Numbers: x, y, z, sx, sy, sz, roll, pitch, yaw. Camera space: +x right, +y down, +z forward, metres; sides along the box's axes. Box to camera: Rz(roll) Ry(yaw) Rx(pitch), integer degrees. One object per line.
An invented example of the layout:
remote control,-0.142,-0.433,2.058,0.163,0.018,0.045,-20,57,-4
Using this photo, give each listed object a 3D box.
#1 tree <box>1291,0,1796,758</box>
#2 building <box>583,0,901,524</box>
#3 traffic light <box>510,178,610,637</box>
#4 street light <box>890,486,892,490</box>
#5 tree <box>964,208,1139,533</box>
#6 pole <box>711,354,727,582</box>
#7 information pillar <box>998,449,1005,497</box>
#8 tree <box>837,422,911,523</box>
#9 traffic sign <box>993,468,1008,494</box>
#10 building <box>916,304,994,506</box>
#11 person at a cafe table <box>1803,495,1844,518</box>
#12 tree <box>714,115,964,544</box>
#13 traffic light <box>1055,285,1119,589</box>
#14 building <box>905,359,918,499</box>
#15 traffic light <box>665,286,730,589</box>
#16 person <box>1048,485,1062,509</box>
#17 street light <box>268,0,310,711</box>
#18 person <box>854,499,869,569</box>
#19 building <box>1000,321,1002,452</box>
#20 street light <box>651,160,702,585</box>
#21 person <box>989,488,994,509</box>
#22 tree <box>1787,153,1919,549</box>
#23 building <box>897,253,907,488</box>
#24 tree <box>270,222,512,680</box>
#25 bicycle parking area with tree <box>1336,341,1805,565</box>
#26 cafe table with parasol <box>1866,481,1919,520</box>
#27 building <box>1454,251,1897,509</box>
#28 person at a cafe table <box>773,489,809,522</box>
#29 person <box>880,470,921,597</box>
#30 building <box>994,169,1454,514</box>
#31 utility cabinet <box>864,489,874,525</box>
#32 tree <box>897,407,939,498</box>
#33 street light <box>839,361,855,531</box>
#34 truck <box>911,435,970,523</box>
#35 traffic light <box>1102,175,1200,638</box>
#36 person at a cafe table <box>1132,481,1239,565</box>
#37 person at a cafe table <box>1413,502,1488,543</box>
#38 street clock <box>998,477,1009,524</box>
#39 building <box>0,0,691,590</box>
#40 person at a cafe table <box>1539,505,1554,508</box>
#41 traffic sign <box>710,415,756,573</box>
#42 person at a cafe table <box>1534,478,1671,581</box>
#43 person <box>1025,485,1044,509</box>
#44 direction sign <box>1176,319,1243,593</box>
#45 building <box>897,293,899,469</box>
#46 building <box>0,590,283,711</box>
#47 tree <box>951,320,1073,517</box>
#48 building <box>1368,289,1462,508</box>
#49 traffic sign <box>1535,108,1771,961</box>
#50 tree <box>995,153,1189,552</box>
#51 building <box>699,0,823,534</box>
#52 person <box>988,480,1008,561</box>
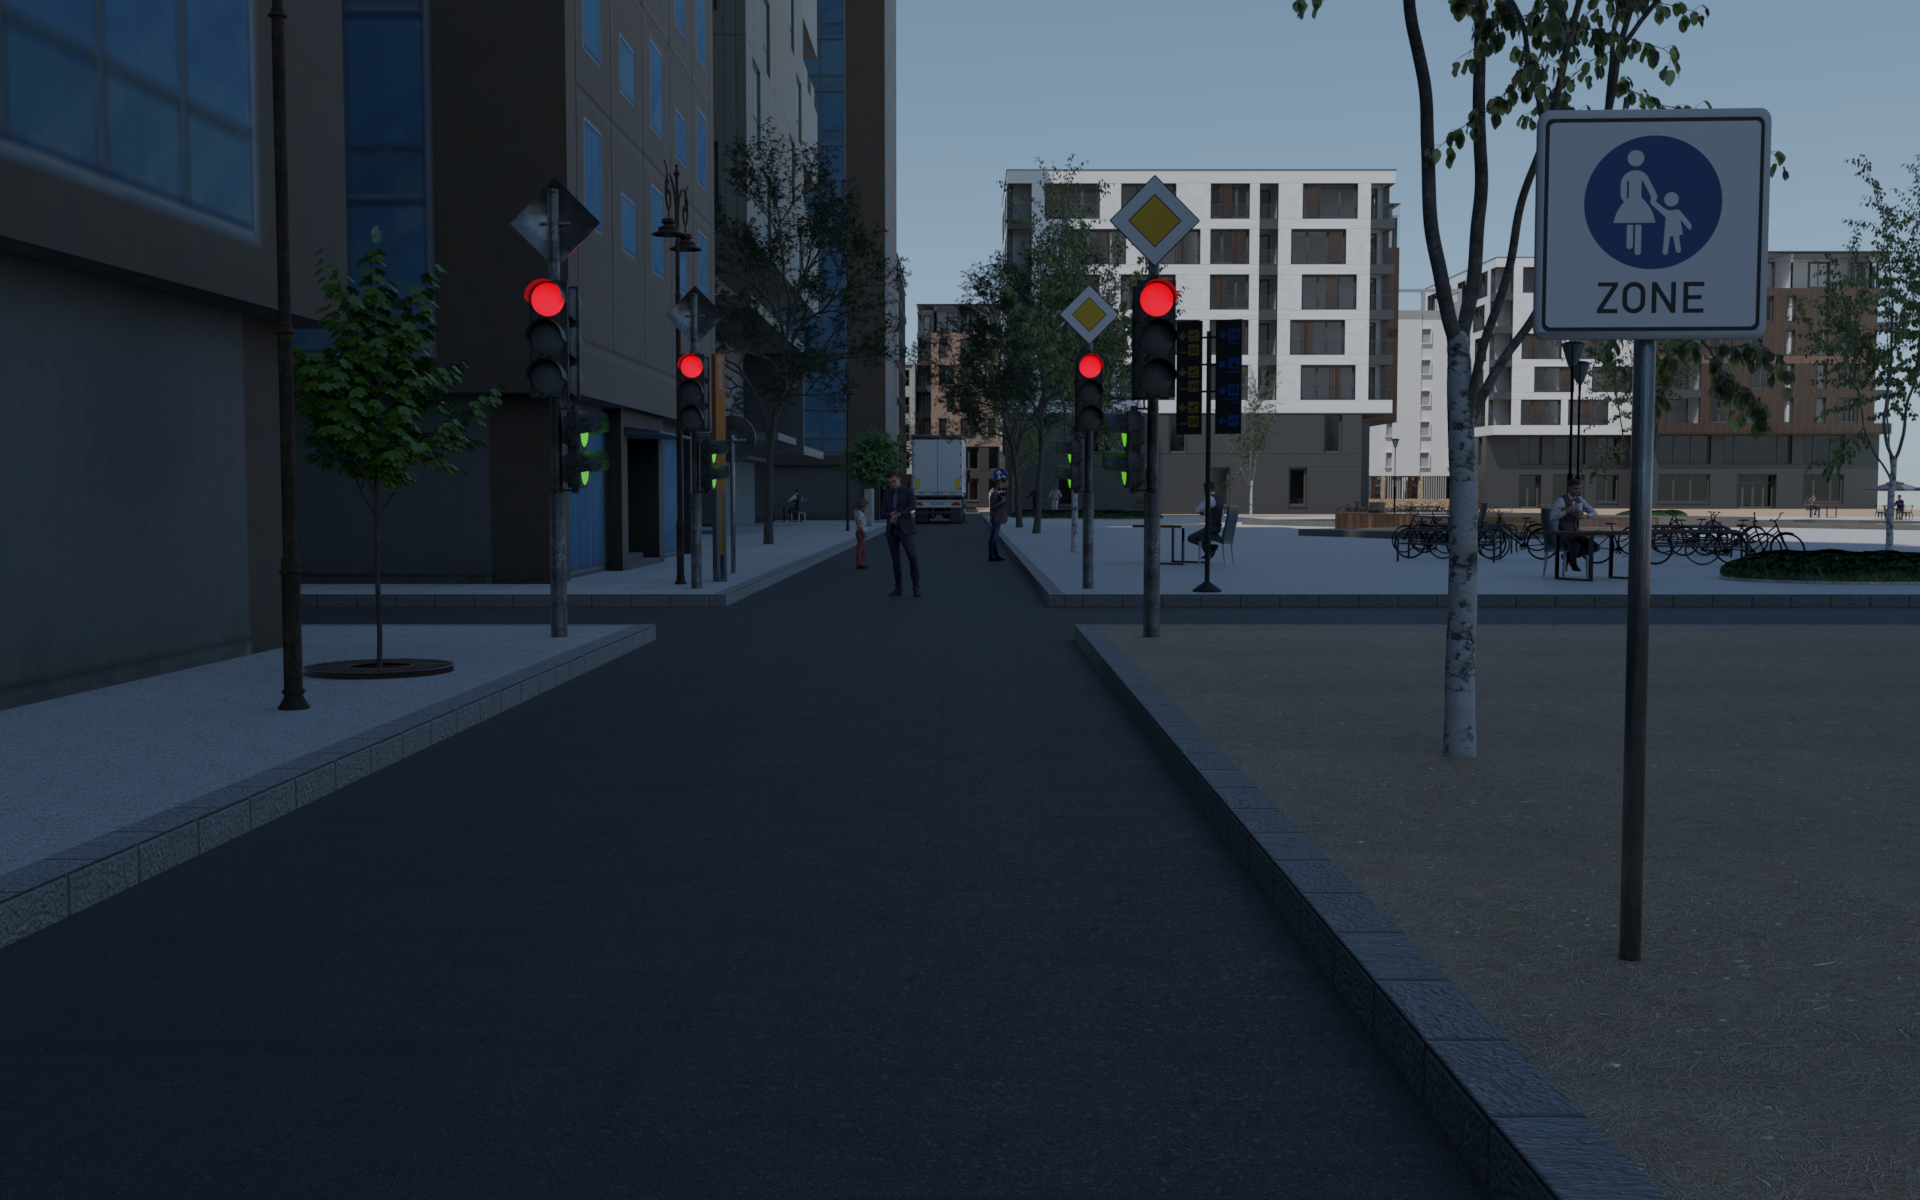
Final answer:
tree,2.531,-3.525,7.993,4.360,8.622,3.978,0,3,0
building,-10.463,-26.872,89.461,14.600,45.320,14.200,0,4,0
traffic light,-3.581,-1.622,15.434,0.839,4.253,0.868,0,4,0
street light,-3.824,-7.515,95.655,0.468,5.910,1.993,0,4,0
tree,2.838,-7.446,56.160,7.601,10.594,8.767,0,4,-6
pole,-3.521,-1.924,25.300,0.158,3.312,0.155,0,3,0
information pillar,2.125,-5.994,89.362,0.183,3.616,0.504,3,5,41
tree,-3.840,-5.804,78.610,4.285,4.588,4.351,0,3,0
traffic sign,1.992,-5.241,85.789,0.768,2.556,0.104,0,4,2
building,11.658,-21.561,196.494,32.646,21.610,27.936,0,4,0
person at a cafe table,46.777,-5.105,94.332,1.698,1.238,1.726,-1,4,-11
tree,-4.998,-6.685,43.718,8.767,10.594,7.601,1,4,11
traffic light,1.720,-2.110,23.422,0.839,4.253,0.868,0,4,0
building,-20.507,-19.908,191.945,31.486,18.905,16.747,0,4,0
traffic light,-3.561,-2.110,23.419,0.839,4.253,0.868,0,4,0
person,5.302,-5.581,97.441,0.875,1.805,0.789,1,4,13
street light,-3.978,-2.286,10.163,0.468,5.910,1.993,0,4,0
person,-1.870,-1.275,33.256,0.340,1.345,0.435,-1,4,-20
building,12.314,-17.808,157.622,16.747,18.905,31.486,0,4,0
street light,-3.970,-3.159,24.438,0.468,5.910,1.993,0,4,0
person,2.467,-7.718,132.903,0.551,1.740,0.621,0,4,5
tree,19.555,-5.254,36.273,4.737,8.622,4.395,0,3,0
building,-21.561,-19.374,160.738,32.646,21.610,27.936,0,4,0
tree,-4.064,-1.092,12.453,1.663,3.219,1.824,0,3,0
bicycle parking area with tree,12.560,-2.932,34.933,9.016,4.147,8.231,2,4,34
cafe table with parasol,46.331,-4.955,85.872,2.610,1.966,2.610,1,4,21
building,62.333,-19.311,159.706,32.646,21.610,27.936,0,4,0
person at a cafe table,-7.673,-4.314,79.042,1.622,1.524,1.698,3,5,43
person,-0.849,-0.938,24.285,0.683,1.767,0.568,1,4,21
building,16.922,-17.219,125.499,27.936,21.610,32.646,0,4,0
utility cabinet,-3.697,-3.769,70.295,0.318,1.500,1.173,0,4,2
tree,-3.509,-11.865,144.359,4.360,8.622,3.978,0,3,0
street light,-3.909,-5.341,60.109,0.468,5.910,1.993,0,4,0
truck,-0.960,-6.039,87.643,2.839,4.237,11.283,0,4,1
traffic light,1.700,-1.622,15.437,0.839,4.253,0.868,0,4,0
person at a cafe table,4.274,-1.418,31.695,1.622,1.524,1.698,2,4,34
person at a cafe table,12.812,-2.227,44.920,1.622,1.524,1.698,0,4,-4
street clock,1.865,-4.292,74.738,0.471,2.002,0.358,-1,4,-9
building,-12.308,-23.233,29.971,14.600,45.320,14.200,0,4,0
person at a cafe table,31.620,-4.889,90.796,1.698,1.238,1.726,-2,4,-27
traffic sign,-3.670,-1.704,27.960,0.768,2.556,0.104,1,4,10
person at a cafe table,9.487,-1.082,26.202,1.698,1.524,1.622,-1,4,-22
person,4.412,-5.853,101.767,1.348,1.821,0.705,3,5,40
direction sign,3.244,-1.874,22.640,0.876,3.537,0.379,2,4,25
building,-12.692,-16.930,133.223,16.016,20.091,11.380,0,4,0
building,-12.377,-21.816,6.810,14.200,45.320,14.600,0,4,0
tree,3.037,-10.520,97.754,9.928,11.665,9.643,0,3,0
building,40.335,-18.942,166.128,11.380,20.091,16.016,0,4,0
traffic sign,1.847,-0.158,4.706,0.606,2.300,0.079,0,4,3
tree,2.590,-5.338,37.631,4.737,8.622,4.395,0,3,0
building,-19.330,-28.821,60.463,28.713,52.752,27.495,0,4,0
person,0.830,-1.687,36.905,0.431,1.722,0.655,1,4,9
